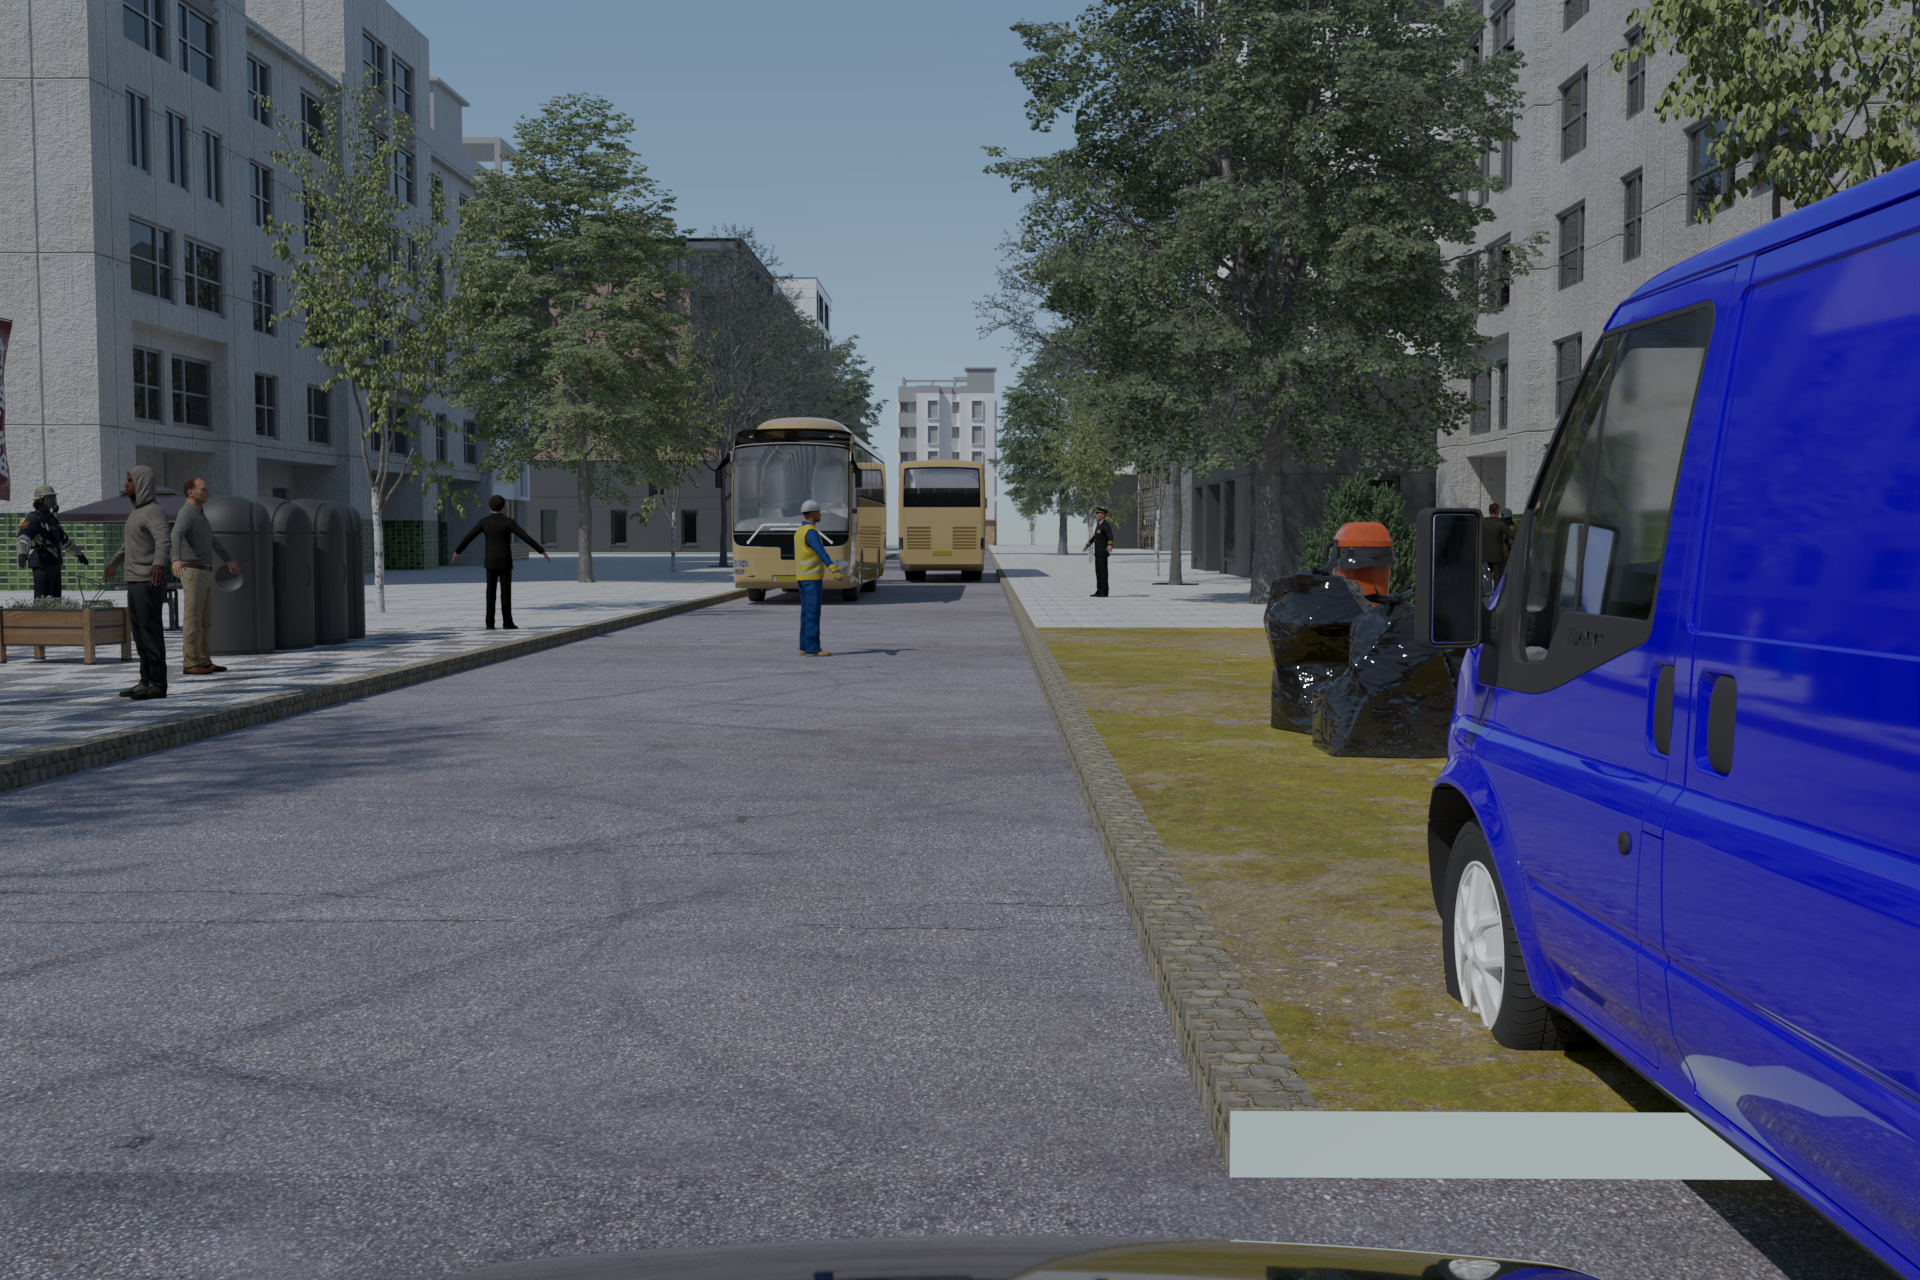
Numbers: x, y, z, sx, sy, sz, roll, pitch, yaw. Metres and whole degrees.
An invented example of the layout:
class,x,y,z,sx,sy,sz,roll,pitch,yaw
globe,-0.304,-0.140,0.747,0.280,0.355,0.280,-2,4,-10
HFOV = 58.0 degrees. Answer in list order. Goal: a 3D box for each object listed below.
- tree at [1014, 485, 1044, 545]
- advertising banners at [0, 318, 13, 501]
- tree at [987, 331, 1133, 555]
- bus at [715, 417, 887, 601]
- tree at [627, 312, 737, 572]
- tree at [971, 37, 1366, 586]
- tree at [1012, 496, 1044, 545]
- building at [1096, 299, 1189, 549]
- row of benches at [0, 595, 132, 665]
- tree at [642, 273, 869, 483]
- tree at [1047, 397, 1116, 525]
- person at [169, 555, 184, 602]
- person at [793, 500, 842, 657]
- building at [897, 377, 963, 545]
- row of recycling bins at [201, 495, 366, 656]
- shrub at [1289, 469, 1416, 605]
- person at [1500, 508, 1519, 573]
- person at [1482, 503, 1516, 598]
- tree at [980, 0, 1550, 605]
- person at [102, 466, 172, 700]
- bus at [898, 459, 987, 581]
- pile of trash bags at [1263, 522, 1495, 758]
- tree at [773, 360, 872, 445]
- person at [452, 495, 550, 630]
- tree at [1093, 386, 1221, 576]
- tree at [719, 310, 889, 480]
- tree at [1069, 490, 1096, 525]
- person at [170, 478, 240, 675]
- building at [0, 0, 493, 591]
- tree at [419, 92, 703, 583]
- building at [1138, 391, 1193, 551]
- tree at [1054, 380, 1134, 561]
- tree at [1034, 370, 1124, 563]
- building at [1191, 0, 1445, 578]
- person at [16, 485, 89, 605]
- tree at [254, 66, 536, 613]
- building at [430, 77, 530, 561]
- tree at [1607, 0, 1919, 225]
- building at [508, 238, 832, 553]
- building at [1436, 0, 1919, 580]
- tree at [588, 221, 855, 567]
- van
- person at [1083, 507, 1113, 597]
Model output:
class,x,y,z,sx,sy,sz,roll,pitch,yaw
tree,8.133,-15.026,196.044,4.737,8.622,4.395,0,3,0
advertising banners,-7.750,-1.042,13.218,0.090,3.025,2.074,0,4,0
tree,6.138,-12.087,104.285,9.857,13.997,8.962,0,3,0
bus,-3.302,-2.976,40.208,2.896,3.916,12.252,0,4,1
tree,-9.632,-6.600,58.269,4.737,8.622,4.395,0,3,0
tree,5.473,-8.118,43.103,12.009,13.543,11.850,0,3,0
tree,8.584,-15.320,200.838,4.360,8.622,3.978,0,3,0
building,26.787,-19.635,165.004,27.936,21.610,32.646,0,4,0
row of benches,-10.467,-0.129,17.576,4.104,0.672,1.422,1,4,10
tree,-9.364,-10.430,80.894,12.009,13.543,11.850,0,3,0
tree,6.892,-8.586,90.741,4.360,8.622,3.978,0,3,0
person,-14.532,-1.436,32.740,0.991,1.433,0.599,0,4,4
person,-1.723,-0.730,20.360,0.705,1.833,1.349,-2,4,-24
building,-6.912,-20.966,201.668,11.380,20.090,16.016,1,4,10
row of recycling bins,-7.735,-0.782,19.902,1.069,1.692,3.534,0,4,1
shrub,4.552,-0.935,19.713,1.690,2.028,1.600,0,3,0
person,12.004,-1.979,38.118,1.354,1.858,0.705,-1,4,-14
person,8.973,-1.399,29.094,0.704,1.802,1.346,-3,5,-42
tree,5.542,-7.632,31.439,9.857,13.997,8.962,0,3,0
person,-6.396,-0.453,13.537,0.705,1.813,1.348,-3,5,-41
bus,-0.496,-3.945,56.042,2.896,3.916,12.252,0,4,0
pile of trash bags,2.973,-0.110,11.556,1.912,1.369,3.447,0,4,0
tree,-8.783,-11.529,106.628,7.486,12.596,7.792,0,3,0
person,-6.188,-1.044,23.262,1.347,1.806,0.705,0,4,4
tree,5.976,-6.236,52.317,4.360,8.622,3.978,0,3,0
tree,-8.701,-11.545,95.412,9.857,13.997,8.962,0,3,0
tree,16.980,-17.630,194.905,9.857,13.997,8.962,0,3,0
person,-6.986,-0.590,15.924,0.705,1.796,1.348,0,4,-2
building,-27.405,-11.473,54.038,16.747,18.905,31.486,0,4,1
tree,-10.246,-7.777,45.279,7.486,12.596,7.792,0,3,0
building,24.433,-18.817,138.583,19.493,23.208,18.063,0,4,1
tree,6.356,-8.086,82.563,4.737,8.622,4.395,0,3,0
tree,5.599,-7.720,76.582,4.737,8.622,4.395,0,3,0
building,22.479,-13.546,65.448,27.936,21.610,32.646,0,4,1
person,-10.728,-0.894,20.391,0.705,1.856,1.354,0,4,2
tree,-9.262,-4.732,27.738,4.737,8.622,4.395,0,3,0
building,-26.611,-13.258,73.186,16.016,20.090,11.380,0,4,1
tree,6.265,-3.784,12.237,4.737,8.622,4.395,0,3,0
building,-25.362,-17.865,136.067,27.936,21.610,32.646,0,4,1
building,21.659,-10.198,33.192,16.747,18.905,31.486,0,4,1
tree,-9.122,-9.606,67.432,12.009,13.543,11.850,0,3,0
van,2.256,0.099,2.771,2.240,2.365,5.245,0,4,0
person,2.852,-1.790,35.206,0.705,1.837,1.347,-1,4,-19
